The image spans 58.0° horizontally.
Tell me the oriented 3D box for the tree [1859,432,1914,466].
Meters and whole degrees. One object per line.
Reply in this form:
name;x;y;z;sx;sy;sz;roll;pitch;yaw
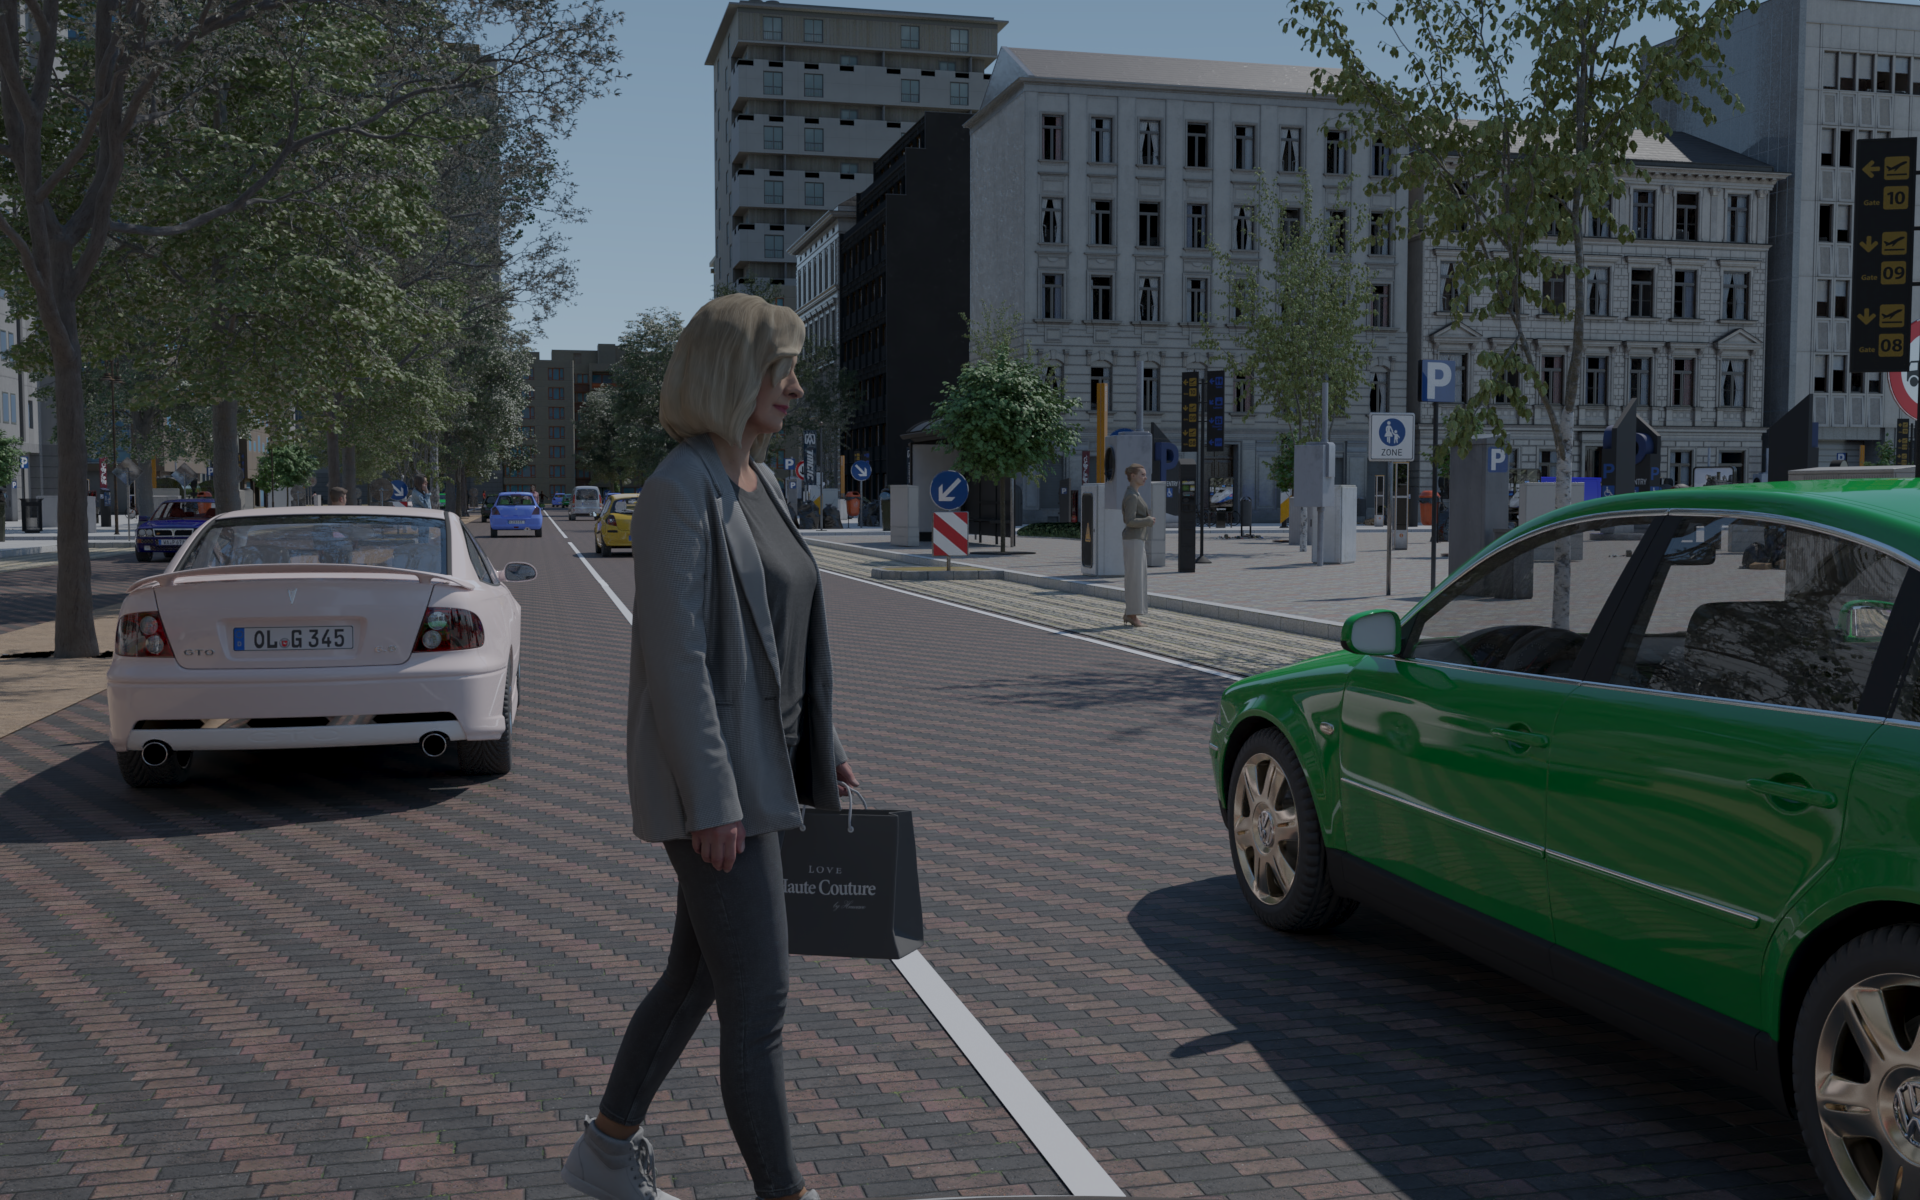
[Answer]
tree;28.888;-3.637;54.069;1.663;3.219;1.824;0;3;0

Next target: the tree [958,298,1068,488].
tree;1.741;-7.021;65.155;4.737;8.622;4.395;0;3;0

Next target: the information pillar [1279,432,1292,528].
information pillar;12.340;-4.528;65.382;0.504;3.616;0.183;1;4;16

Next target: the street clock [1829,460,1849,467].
street clock;18.615;-1.967;36.729;0.471;2.002;0.358;-3;5;-40

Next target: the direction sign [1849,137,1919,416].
direction sign;6.151;-1.166;11.062;0.876;3.537;0.379;1;4;12

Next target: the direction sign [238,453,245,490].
direction sign;-39.294;-6.285;94.763;0.379;3.537;0.876;-3;5;-42

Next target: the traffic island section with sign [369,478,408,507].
traffic island section with sign;-18.157;-2.934;56.104;2.006;1.907;1.989;-1;4;-14

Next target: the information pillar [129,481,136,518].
information pillar;-43.961;-5.348;91.925;0.304;2.012;0.304;-2;4;-34

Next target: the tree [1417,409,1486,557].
tree;10.492;-2.498;35.441;1.663;3.219;1.824;0;3;0

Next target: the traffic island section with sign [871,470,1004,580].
traffic island section with sign;-0.460;-1.278;29.517;1.989;1.847;2.006;-1;4;-14

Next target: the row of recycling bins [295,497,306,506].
row of recycling bins;-46.879;-7.043;122.266;1.069;1.692;3.534;-1;4;-15

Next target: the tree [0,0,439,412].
tree;-10.386;-6.332;24.111;7.486;12.596;7.792;0;3;0

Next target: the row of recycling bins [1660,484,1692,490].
row of recycling bins;29.037;-3.891;70.731;1.069;1.692;3.534;-1;4;-23

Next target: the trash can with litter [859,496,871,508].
trash can with litter;-4.486;-4.566;86.047;1.055;1.170;0.624;1;4;20

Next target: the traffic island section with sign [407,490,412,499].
traffic island section with sign;-48.800;-8.894;154.046;1.989;1.847;2.006;-1;4;-14

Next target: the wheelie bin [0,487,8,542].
wheelie bin;-25.916;-2.357;46.445;0.693;1.594;0.980;-2;4;-29

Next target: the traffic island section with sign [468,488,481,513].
traffic island section with sign;-36.247;-7.395;129.041;2.006;1.907;1.989;-1;4;-14

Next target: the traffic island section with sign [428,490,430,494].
traffic island section with sign;-55.296;-10.494;180.210;1.989;1.847;2.006;-1;4;-14

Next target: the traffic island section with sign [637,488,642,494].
traffic island section with sign;-20.175;-6.143;109.073;1.989;1.847;2.006;-1;4;-14

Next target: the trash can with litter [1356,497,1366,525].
trash can with litter;16.455;-3.795;73.114;2.233;1.210;1.678;0;4;7

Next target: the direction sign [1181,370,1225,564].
direction sign;4.477;-2.446;31.982;0.876;3.537;0.379;3;4;36

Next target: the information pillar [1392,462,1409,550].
information pillar;10.109;-2.158;39.770;0.304;2.012;0.304;0;4;1

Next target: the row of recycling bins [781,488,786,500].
row of recycling bins;-12.630;-7.009;121.702;1.069;1.692;3.534;1;4;9

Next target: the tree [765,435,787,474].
tree;-14.876;-10.842;127.632;4.737;8.622;4.395;0;3;0

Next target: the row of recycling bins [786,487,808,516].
row of recycling bins;-8.937;-5.940;104.225;1.069;1.692;3.534;2;4;27

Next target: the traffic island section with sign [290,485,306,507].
traffic island section with sign;-30.258;-4.318;79.227;1.989;1.847;2.006;-1;4;-14

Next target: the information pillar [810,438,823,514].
information pillar;-5.526;-4.598;66.534;0.504;3.616;0.183;0;4;-5

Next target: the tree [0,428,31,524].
tree;-41.627;-5.531;74.139;4.285;4.588;4.351;0;3;0

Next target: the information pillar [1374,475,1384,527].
information pillar;16.454;-3.883;67.977;0.304;2.012;0.304;0;4;1

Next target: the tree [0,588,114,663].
tree;-7.672;-6.226;14.627;12.009;13.543;11.850;0;3;0

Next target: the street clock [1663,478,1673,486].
street clock;32.165;-4.533;78.684;0.358;2.002;0.471;0;4;-7

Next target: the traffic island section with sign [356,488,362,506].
traffic island section with sign;-36.847;-5.944;105.815;1.989;1.847;2.006;-1;4;-14

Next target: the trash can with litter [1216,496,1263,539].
trash can with litter;7.971;-2.383;50.014;1.678;1.210;2.233;3;5;40

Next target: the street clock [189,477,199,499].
street clock;-32.297;-4.188;73.047;0.358;2.002;0.471;-2;4;-27

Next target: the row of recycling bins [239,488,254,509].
row of recycling bins;-48.510;-6.561;114.383;3.534;1.692;1.069;-1;4;-12

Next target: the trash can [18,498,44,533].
trash can;-30.420;-2.759;56.762;0.748;1.137;0.748;0;3;0

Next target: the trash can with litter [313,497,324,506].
trash can with litter;-45.783;-6.896;124.142;0.624;1.170;1.055;2;4;25

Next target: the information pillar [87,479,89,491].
information pillar;-43.670;-5.017;86.514;0.304;2.012;0.304;-3;4;-37

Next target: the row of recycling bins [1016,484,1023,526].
row of recycling bins;1.177;-3.879;70.536;3.534;1.692;1.069;3;5;45

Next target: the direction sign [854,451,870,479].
direction sign;-5.218;-6.117;92.006;0.876;3.537;0.379;-2;4;-25

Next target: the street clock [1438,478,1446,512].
street clock;19.940;-4.105;71.683;0.358;2.002;0.471;2;4;28

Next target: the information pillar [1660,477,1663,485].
information pillar;30.177;-4.312;74.999;0.304;2.012;0.304;-2;4;-32

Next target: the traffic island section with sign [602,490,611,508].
traffic island section with sign;-32.249;-9.123;157.796;1.989;1.847;2.006;-1;4;-14

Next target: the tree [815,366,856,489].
tree;-7.470;-8.866;95.322;4.360;8.622;3.978;0;3;0

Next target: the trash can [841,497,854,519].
trash can;-5.720;-4.683;88.227;0.748;1.137;0.748;0;3;0

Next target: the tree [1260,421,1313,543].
tree;8.831;-3.136;45.877;1.663;3.219;1.824;0;3;0

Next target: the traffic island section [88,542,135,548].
traffic island section;-22.624;-1.520;47.128;2.009;0.180;2.903;-1;4;-14
